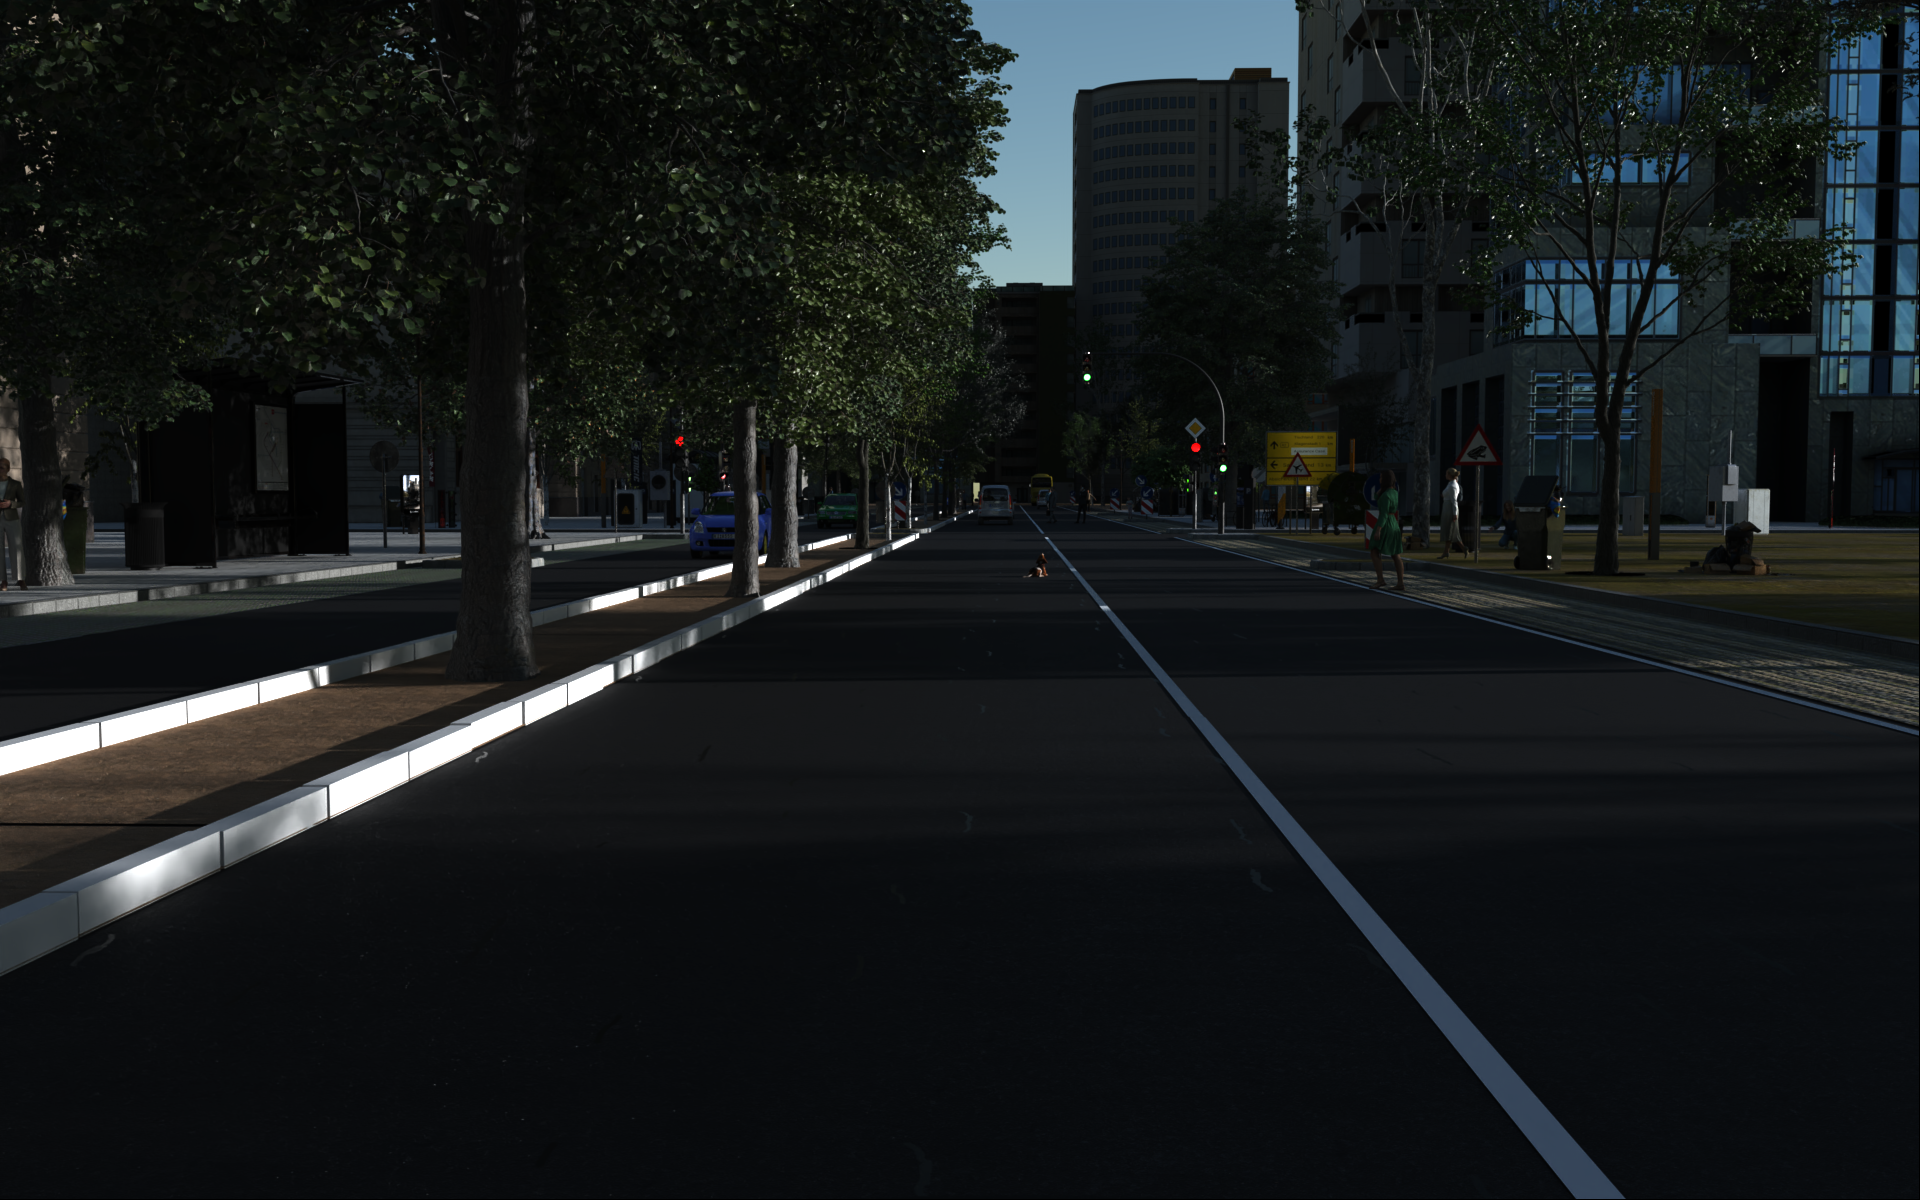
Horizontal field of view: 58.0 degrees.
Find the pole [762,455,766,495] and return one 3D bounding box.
[{"bbox_3d":[-10.173,-5.868,89.787,0.158,3.312,0.155,0,3,0],"label":"pole"}]

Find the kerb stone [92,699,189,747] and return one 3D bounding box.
[{"bbox_3d":[-4.866,0.732,10.230,0.120,0.150,1.000,0,4,2],"label":"kerb stone"}]

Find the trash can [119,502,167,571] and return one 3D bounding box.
[{"bbox_3d":[-13.769,-1.076,29.239,0.748,1.137,0.748,0,3,0],"label":"trash can"}]

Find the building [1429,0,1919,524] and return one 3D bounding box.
[{"bbox_3d":[39.418,-47.091,82.614,31.000,86.520,22.319,0,4,2],"label":"building"}]

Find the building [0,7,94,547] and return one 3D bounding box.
[{"bbox_3d":[-35.221,-14.834,39.799,25.104,27.353,12.463,0,4,2],"label":"building"}]

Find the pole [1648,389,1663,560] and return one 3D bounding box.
[{"bbox_3d":[13.523,-2.436,33.679,0.158,3.312,0.155,0,3,0],"label":"pole"}]

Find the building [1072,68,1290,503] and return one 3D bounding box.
[{"bbox_3d":[30.180,-42.889,243.235,28.212,58.520,21.231,0,4,2],"label":"building"}]

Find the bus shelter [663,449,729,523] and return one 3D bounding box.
[{"bbox_3d":[-11.898,-5.171,78.471,2.014,3.302,5.546,0,4,2],"label":"bus shelter"}]

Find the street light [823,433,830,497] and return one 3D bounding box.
[{"bbox_3d":[-9.217,-8.990,119.781,0.468,5.910,1.993,0,4,2],"label":"street light"}]

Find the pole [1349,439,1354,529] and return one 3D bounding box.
[{"bbox_3d":[14.447,-4.285,63.896,0.158,3.312,0.155,0,3,0],"label":"pole"}]

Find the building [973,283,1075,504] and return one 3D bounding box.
[{"bbox_3d":[8.746,-28.642,240.000,14.107,30.474,14.160,0,4,2],"label":"building"}]

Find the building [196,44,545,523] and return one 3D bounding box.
[{"bbox_3d":[-28.138,-15.239,85.317,11.583,22.565,21.152,0,4,2],"label":"building"}]

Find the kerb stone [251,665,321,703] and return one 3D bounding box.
[{"bbox_3d":[-4.806,0.607,12.277,0.120,0.150,1.000,0,4,2],"label":"kerb stone"}]

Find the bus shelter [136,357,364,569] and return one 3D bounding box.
[{"bbox_3d":[-13.252,-2.539,32.798,1.731,3.624,6.357,0,4,2],"label":"bus shelter"}]

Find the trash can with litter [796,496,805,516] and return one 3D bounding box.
[{"bbox_3d":[-9.682,-5.619,103.257,0.624,1.170,1.055,-3,5,-44],"label":"trash can with litter"}]

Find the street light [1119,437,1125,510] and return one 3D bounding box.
[{"bbox_3d":[12.857,-10.122,138.288,0.468,5.910,1.993,0,4,2],"label":"street light"}]

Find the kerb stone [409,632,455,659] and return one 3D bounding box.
[{"bbox_3d":[-4.721,0.418,15.363,0.120,0.150,1.000,0,4,2],"label":"kerb stone"}]

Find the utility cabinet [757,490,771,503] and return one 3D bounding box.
[{"bbox_3d":[-10.734,-5.396,96.909,1.173,1.500,0.318,1,4,9],"label":"utility cabinet"}]

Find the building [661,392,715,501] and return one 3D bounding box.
[{"bbox_3d":[-24.596,-17.178,130.012,9.793,20.994,18.267,0,4,2],"label":"building"}]

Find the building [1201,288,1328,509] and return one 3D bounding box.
[{"bbox_3d":[38.024,-19.235,159.528,27.650,21.520,28.899,0,4,2],"label":"building"}]

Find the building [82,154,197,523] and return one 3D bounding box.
[{"bbox_3d":[-48.238,-16.079,80.921,19.932,24.808,12.078,0,4,2],"label":"building"}]

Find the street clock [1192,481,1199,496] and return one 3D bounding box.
[{"bbox_3d":[12.828,-5.511,94.675,0.471,2.002,0.358,0,4,-2],"label":"street clock"}]

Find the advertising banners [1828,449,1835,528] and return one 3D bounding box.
[{"bbox_3d":[32.876,-4.226,65.278,0.090,3.025,2.074,2,4,29],"label":"advertising banners"}]

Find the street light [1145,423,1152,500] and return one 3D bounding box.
[{"bbox_3d":[12.044,-8.417,110.407,0.468,5.910,1.993,0,4,2],"label":"street light"}]

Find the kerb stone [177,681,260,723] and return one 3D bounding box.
[{"bbox_3d":[-4.839,0.669,11.251,0.120,0.150,1.000,0,4,2],"label":"kerb stone"}]

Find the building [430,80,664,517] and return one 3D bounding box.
[{"bbox_3d":[-26.687,-19.019,108.225,12.463,27.353,25.104,0,4,2],"label":"building"}]

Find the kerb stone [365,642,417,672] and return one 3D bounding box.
[{"bbox_3d":[-4.749,0.482,14.330,0.120,0.150,1.000,0,4,2],"label":"kerb stone"}]

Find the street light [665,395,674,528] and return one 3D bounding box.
[{"bbox_3d":[-10.771,-5.615,64.591,0.468,5.910,1.993,0,4,2],"label":"street light"}]

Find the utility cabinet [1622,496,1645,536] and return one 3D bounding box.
[{"bbox_3d":[20.804,-2.593,53.550,0.306,1.237,1.020,0,4,1],"label":"utility cabinet"}]

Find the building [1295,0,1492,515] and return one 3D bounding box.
[{"bbox_3d":[37.727,-32.073,113.632,28.713,52.752,27.495,0,4,2],"label":"building"}]

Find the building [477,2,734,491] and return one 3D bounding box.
[{"bbox_3d":[-30.986,-37.379,153.145,21.231,58.520,28.212,0,4,2],"label":"building"}]

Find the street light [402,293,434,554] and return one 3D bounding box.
[{"bbox_3d":[-11.538,-3.927,36.996,0.468,5.910,1.993,0,4,2],"label":"street light"}]

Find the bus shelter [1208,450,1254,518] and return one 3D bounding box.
[{"bbox_3d":[14.171,-6.082,90.717,1.731,3.624,6.357,0,4,2],"label":"bus shelter"}]

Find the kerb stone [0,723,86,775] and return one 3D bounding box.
[{"bbox_3d":[-4.899,0.794,9.207,0.120,0.150,1.000,0,4,2],"label":"kerb stone"}]

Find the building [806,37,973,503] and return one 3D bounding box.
[{"bbox_3d":[-13.682,-56.897,242.934,31.000,86.520,22.319,0,4,2],"label":"building"}]

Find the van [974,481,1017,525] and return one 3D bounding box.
[{"bbox_3d":[1.674,-4.561,81.577,2.013,2.044,4.112,0,4,1],"label":"van"}]

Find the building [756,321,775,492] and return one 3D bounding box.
[{"bbox_3d":[-25.602,-24.673,175.112,14.160,30.474,14.107,0,4,2],"label":"building"}]

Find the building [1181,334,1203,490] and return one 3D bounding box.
[{"bbox_3d":[39.426,-21.026,188.813,27.650,21.520,28.899,0,4,2],"label":"building"}]

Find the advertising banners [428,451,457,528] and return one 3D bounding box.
[{"bbox_3d":[-19.514,-4.222,65.214,0.090,3.025,2.074,1,4,12],"label":"advertising banners"}]

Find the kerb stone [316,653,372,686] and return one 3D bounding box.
[{"bbox_3d":[-4.780,0.544,13.301,0.120,0.150,1.000,0,4,2],"label":"kerb stone"}]

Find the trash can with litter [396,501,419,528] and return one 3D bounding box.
[{"bbox_3d":[-20.960,-3.336,65.926,0.624,1.170,1.055,0,4,4],"label":"trash can with litter"}]

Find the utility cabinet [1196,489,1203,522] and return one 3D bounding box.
[{"bbox_3d":[10.907,-4.305,79.072,0.318,1.500,1.173,1,4,11],"label":"utility cabinet"}]

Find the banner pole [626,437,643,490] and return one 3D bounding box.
[{"bbox_3d":[-12.736,-4.730,67.360,0.863,3.779,0.401,0,4,3],"label":"banner pole"}]

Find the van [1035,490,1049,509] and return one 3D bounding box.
[{"bbox_3d":[8.132,-9.638,164.594,2.013,2.044,4.112,0,4,2],"label":"van"}]

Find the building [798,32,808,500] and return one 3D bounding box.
[{"bbox_3d":[-28.656,-46.203,193.671,20.611,71.187,20.563,0,4,2],"label":"building"}]

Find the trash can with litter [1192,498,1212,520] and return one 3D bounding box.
[{"bbox_3d":[12.175,-4.619,86.913,0.624,1.170,1.055,3,5,45],"label":"trash can with litter"}]

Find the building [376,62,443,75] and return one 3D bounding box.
[{"bbox_3d":[-54.249,-35.051,192.691,30.456,49.044,23.786,0,4,2],"label":"building"}]

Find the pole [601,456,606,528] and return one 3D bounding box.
[{"bbox_3d":[-13.543,-4.398,65.758,0.158,3.312,0.155,0,3,0],"label":"pole"}]

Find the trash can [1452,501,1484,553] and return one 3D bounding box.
[{"bbox_3d":[11.125,-1.614,38.045,0.748,1.137,0.748,0,3,0],"label":"trash can"}]

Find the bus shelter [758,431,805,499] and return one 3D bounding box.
[{"bbox_3d":[-11.731,-8.283,113.063,2.179,5.291,8.768,0,4,2],"label":"bus shelter"}]

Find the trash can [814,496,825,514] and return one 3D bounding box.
[{"bbox_3d":[-9.223,-6.226,113.447,0.748,1.137,0.748,0,3,0],"label":"trash can"}]
